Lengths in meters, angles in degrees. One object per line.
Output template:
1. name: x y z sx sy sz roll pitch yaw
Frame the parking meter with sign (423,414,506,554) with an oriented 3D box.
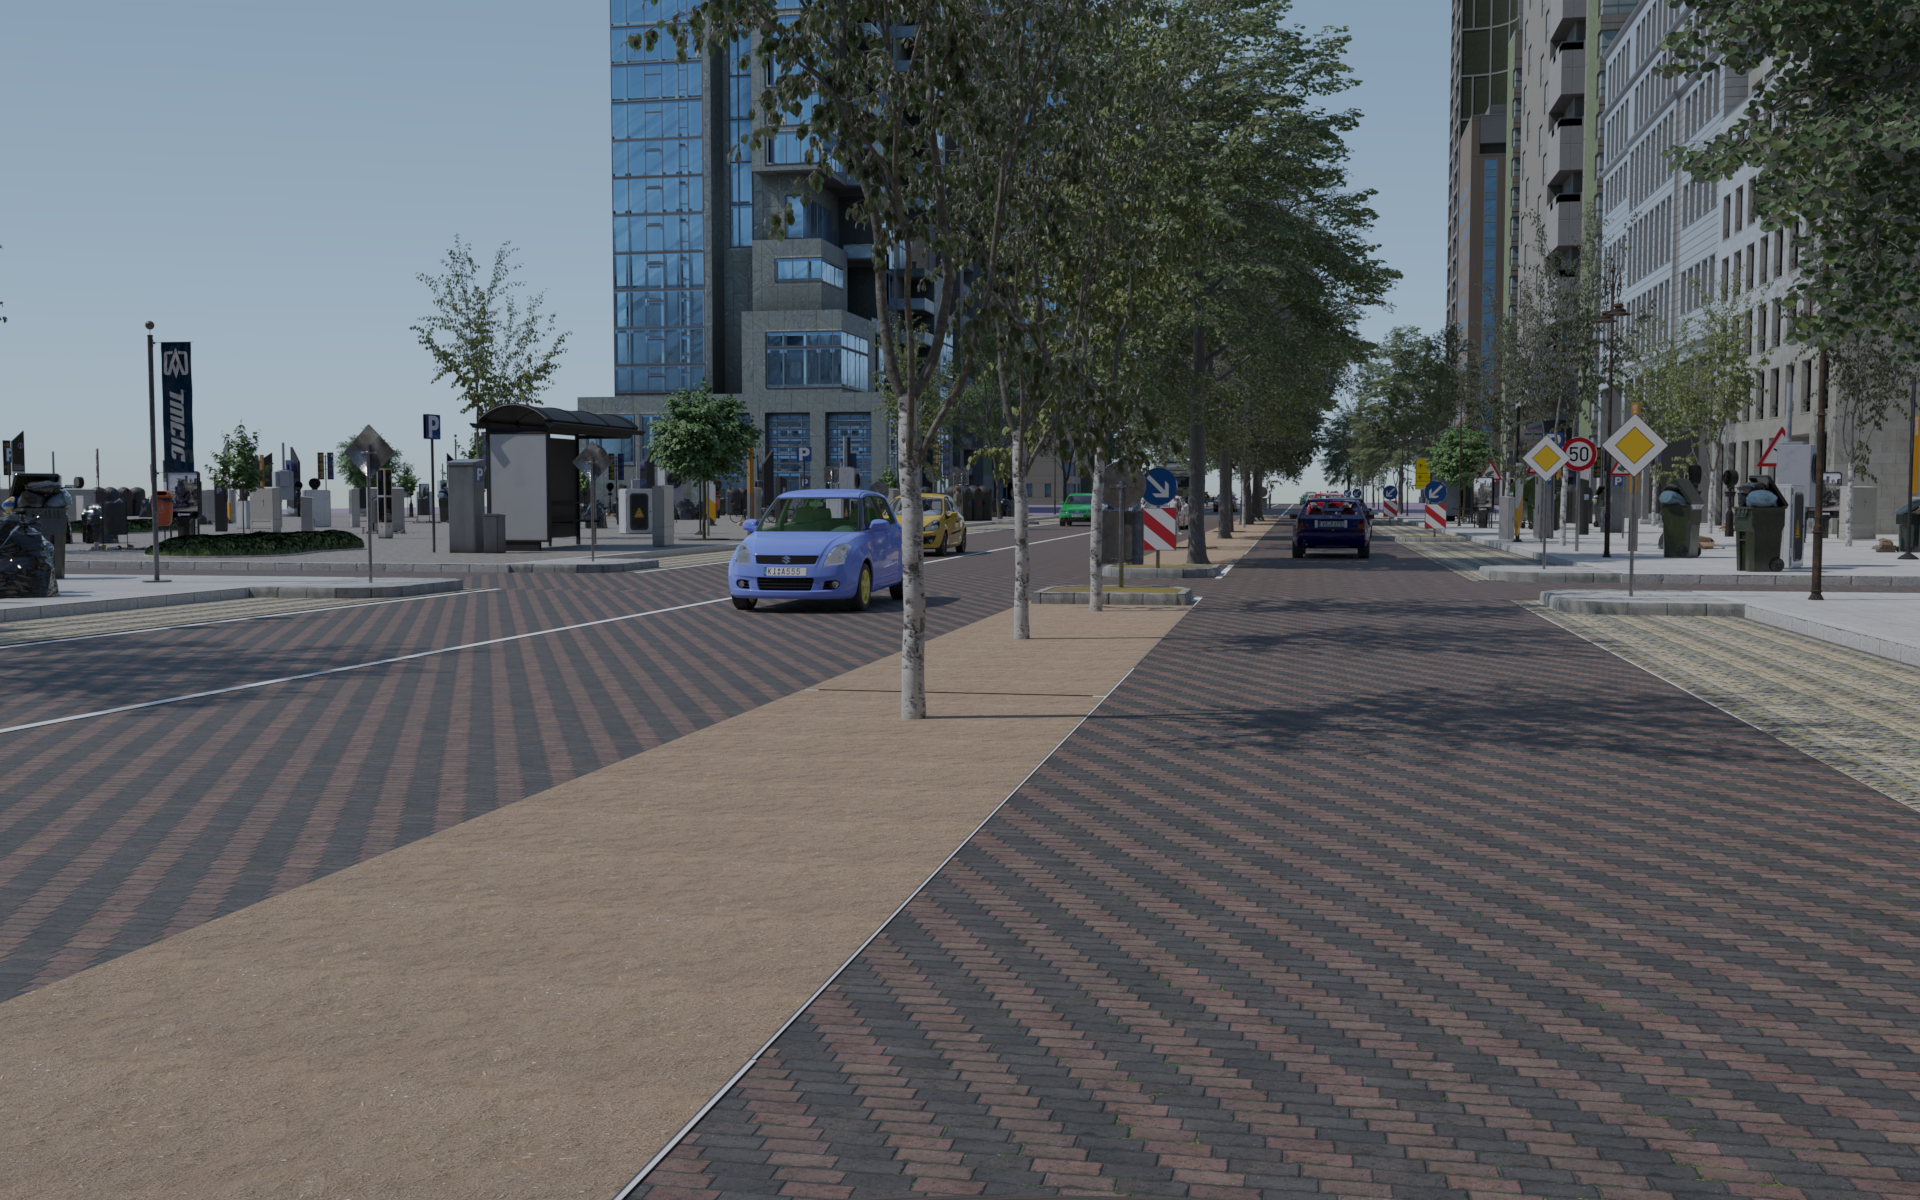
1. parking meter with sign: -10.733 -2.532 37.651 1.738 3.016 0.543 1 4 16

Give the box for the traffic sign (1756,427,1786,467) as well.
1. traffic sign: 15.887 -2.052 33.559 0.884 2.594 0.081 1 4 14

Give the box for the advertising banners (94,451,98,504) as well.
1. advertising banners: -34.270 -4.435 68.698 0.090 3.025 2.074 -2 4 -29

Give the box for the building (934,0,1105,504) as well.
1. building: 10.851 -57.070 245.766 22.319 86.520 31.000 1 4 11

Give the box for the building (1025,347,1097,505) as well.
1. building: 2.255 -22.859 218.777 27.650 21.520 28.899 1 4 11

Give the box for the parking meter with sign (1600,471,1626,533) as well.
1. parking meter with sign: 21.701 -3.739 57.387 0.543 3.016 1.738 0 4 0

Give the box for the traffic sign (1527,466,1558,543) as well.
1. traffic sign: 15.396 -2.801 45.806 0.884 2.594 0.081 1 4 12

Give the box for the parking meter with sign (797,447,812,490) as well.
1. parking meter with sign: -5.724 -4.179 64.590 0.543 3.016 1.738 0 4 1

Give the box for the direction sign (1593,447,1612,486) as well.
1. direction sign: 31.015 -5.606 83.655 0.876 3.537 0.379 0 4 -6

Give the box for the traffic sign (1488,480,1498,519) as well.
1. traffic sign: 25.554 -5.119 83.702 0.884 2.594 0.081 1 4 20

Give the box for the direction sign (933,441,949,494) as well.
1. direction sign: -0.811 -5.025 74.149 0.876 3.537 0.379 3 4 37

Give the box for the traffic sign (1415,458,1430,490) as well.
1. traffic sign: 26.638 -6.302 96.905 2.265 3.308 0.079 1 4 14

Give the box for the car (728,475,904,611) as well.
1. car: -1.762 -0.788 22.472 1.945 1.707 3.694 1 4 10

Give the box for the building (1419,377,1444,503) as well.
1. building: 78.998 -24.170 240.211 27.650 21.520 28.899 1 4 11

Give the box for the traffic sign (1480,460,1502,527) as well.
1. traffic sign: 20.315 -4.062 66.411 0.884 2.594 0.081 1 4 20

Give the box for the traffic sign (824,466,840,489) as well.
1. traffic sign: -4.737 -3.791 64.118 0.606 2.300 0.079 1 4 14

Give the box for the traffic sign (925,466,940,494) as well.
1. traffic sign: -1.166 -4.666 76.388 0.768 2.556 0.104 1 4 14

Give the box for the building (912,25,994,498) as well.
1. building: -5.219 -28.368 147.405 14.154 41.232 14.086 1 4 11

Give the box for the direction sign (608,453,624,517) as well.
1. direction sign: -19.156 -6.395 96.552 0.876 3.537 0.379 -2 4 -25

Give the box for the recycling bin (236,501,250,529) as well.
1. recycling bin: -26.156 -3.136 63.828 0.722 1.027 0.722 3 4 36

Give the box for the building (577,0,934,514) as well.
1. building: -12.589 -49.649 124.437 22.319 86.520 31.000 1 4 11

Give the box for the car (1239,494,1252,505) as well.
1. car: 33.357 -11.676 200.493 1.945 1.707 3.694 1 4 13

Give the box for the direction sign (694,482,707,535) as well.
1. direction sign: -8.183 -3.822 54.494 0.379 3.537 0.876 -2 4 -29

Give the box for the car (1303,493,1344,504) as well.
1. car: 16.269 -4.126 76.499 2.155 1.783 4.494 1 4 10

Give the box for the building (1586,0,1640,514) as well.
1. building: 48.204 -26.329 114.072 14.154 41.232 14.086 1 4 11

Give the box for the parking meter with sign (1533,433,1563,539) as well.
1. parking meter with sign: 16.942 -3.293 50.101 0.543 3.016 1.738 0 4 7

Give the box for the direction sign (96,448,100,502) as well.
1. direction sign: -42.857 -5.759 86.160 0.379 3.537 0.876 -2 4 -30

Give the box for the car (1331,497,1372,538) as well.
1. car: 12.865 -2.788 58.161 1.945 1.354 3.894 1 4 9

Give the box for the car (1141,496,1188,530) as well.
1. car: 8.423 -3.596 71.158 2.083 1.381 4.827 1 4 12

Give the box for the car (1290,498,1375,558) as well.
1. car: 8.600 -1.683 40.090 1.945 1.354 3.894 1 4 12

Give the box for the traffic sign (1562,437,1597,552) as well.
1. traffic sign: 13.787 -2.357 38.635 0.768 2.556 0.104 1 4 18

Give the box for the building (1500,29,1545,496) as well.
1. building: 55.823 -28.838 155.096 14.154 41.232 14.086 1 4 11

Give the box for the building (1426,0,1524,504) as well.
1. building: 69.744 -47.528 215.336 20.563 71.187 20.611 1 4 11

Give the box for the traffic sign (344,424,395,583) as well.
1. traffic sign: -8.517 -1.305 24.978 0.795 2.450 0.064 1 4 11

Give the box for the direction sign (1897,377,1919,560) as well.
1. direction sign: 18.618 -2.563 33.902 0.379 3.537 0.876 2 4 26

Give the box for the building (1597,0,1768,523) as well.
1. building: 39.570 -18.795 84.789 11.434 29.767 29.804 1 4 11

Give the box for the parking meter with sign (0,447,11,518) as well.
1. parking meter with sign: -36.279 -4.186 64.708 1.738 3.016 0.543 0 4 5

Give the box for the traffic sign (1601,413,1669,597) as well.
1. traffic sign: 8.395 -1.099 21.616 0.795 2.450 0.064 1 4 11

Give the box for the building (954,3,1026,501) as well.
1. building: -1.851 -31.247 161.005 14.600 45.320 14.200 1 4 11

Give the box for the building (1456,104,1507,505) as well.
1. building: 64.998 -33.586 199.239 14.600 45.320 14.200 1 4 11

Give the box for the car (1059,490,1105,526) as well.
1. car: 5.559 -4.262 78.478 1.959 1.807 4.718 1 4 10

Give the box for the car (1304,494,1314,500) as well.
1. car: 36.351 -10.240 177.646 2.015 1.641 3.980 1 4 11

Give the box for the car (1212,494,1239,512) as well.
1. car: 21.287 -7.935 138.770 2.155 1.783 4.494 1 4 12

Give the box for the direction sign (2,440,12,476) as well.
1. direction sign: -39.923 -4.957 73.050 0.379 3.537 0.876 2 4 25

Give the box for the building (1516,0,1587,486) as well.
1. building: 58.544 -33.258 133.013 28.713 52.752 27.495 1 4 11

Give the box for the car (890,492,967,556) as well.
1. car: -0.950 -1.898 41.250 2.015 1.641 3.980 1 4 10

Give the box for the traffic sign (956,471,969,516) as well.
1. traffic sign: 0.093 -4.615 77.586 0.606 2.300 0.079 1 4 19

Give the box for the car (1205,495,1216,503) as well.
1. car: 35.930 -14.411 248.193 1.945 1.354 3.894 1 4 10

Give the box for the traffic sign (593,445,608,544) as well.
1. traffic sign: -9.373 -2.709 44.401 0.768 2.556 0.104 1 4 15

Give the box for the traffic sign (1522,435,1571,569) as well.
1. traffic sign: 9.948 -1.578 29.449 0.795 2.450 0.064 1 4 11

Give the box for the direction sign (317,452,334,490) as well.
1. direction sign: -34.347 -6.229 93.834 0.876 3.537 0.379 0 4 2

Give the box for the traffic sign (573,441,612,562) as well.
1. traffic sign: -6.964 -1.784 32.811 0.795 2.450 0.064 1 4 11

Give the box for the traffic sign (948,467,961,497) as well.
1. traffic sign: -0.271 -4.910 80.380 0.768 2.556 0.104 1 4 19

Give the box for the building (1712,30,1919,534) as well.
1. building: 34.489 -12.661 61.763 10.420 20.320 16.860 1 4 11

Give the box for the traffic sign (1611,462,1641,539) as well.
1. traffic sign: 19.136 -3.054 49.931 0.884 2.594 0.081 1 4 13

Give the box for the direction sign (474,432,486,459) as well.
1. direction sign: -17.468 -4.352 63.154 0.379 3.537 0.876 -3 5 -43

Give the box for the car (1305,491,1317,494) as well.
1. car: 49.138 -14.316 242.738 2.281 1.827 5.304 1 4 9

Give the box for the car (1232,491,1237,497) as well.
1. car: 36.662 -13.946 236.696 2.281 1.827 5.304 1 4 11

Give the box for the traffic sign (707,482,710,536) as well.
1. traffic sign: -7.649 -3.210 52.586 0.768 2.556 0.104 1 4 16

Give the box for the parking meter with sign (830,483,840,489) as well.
1. parking meter with sign: -6.306 -5.676 89.056 0.543 3.016 1.738 -3 5 -43
